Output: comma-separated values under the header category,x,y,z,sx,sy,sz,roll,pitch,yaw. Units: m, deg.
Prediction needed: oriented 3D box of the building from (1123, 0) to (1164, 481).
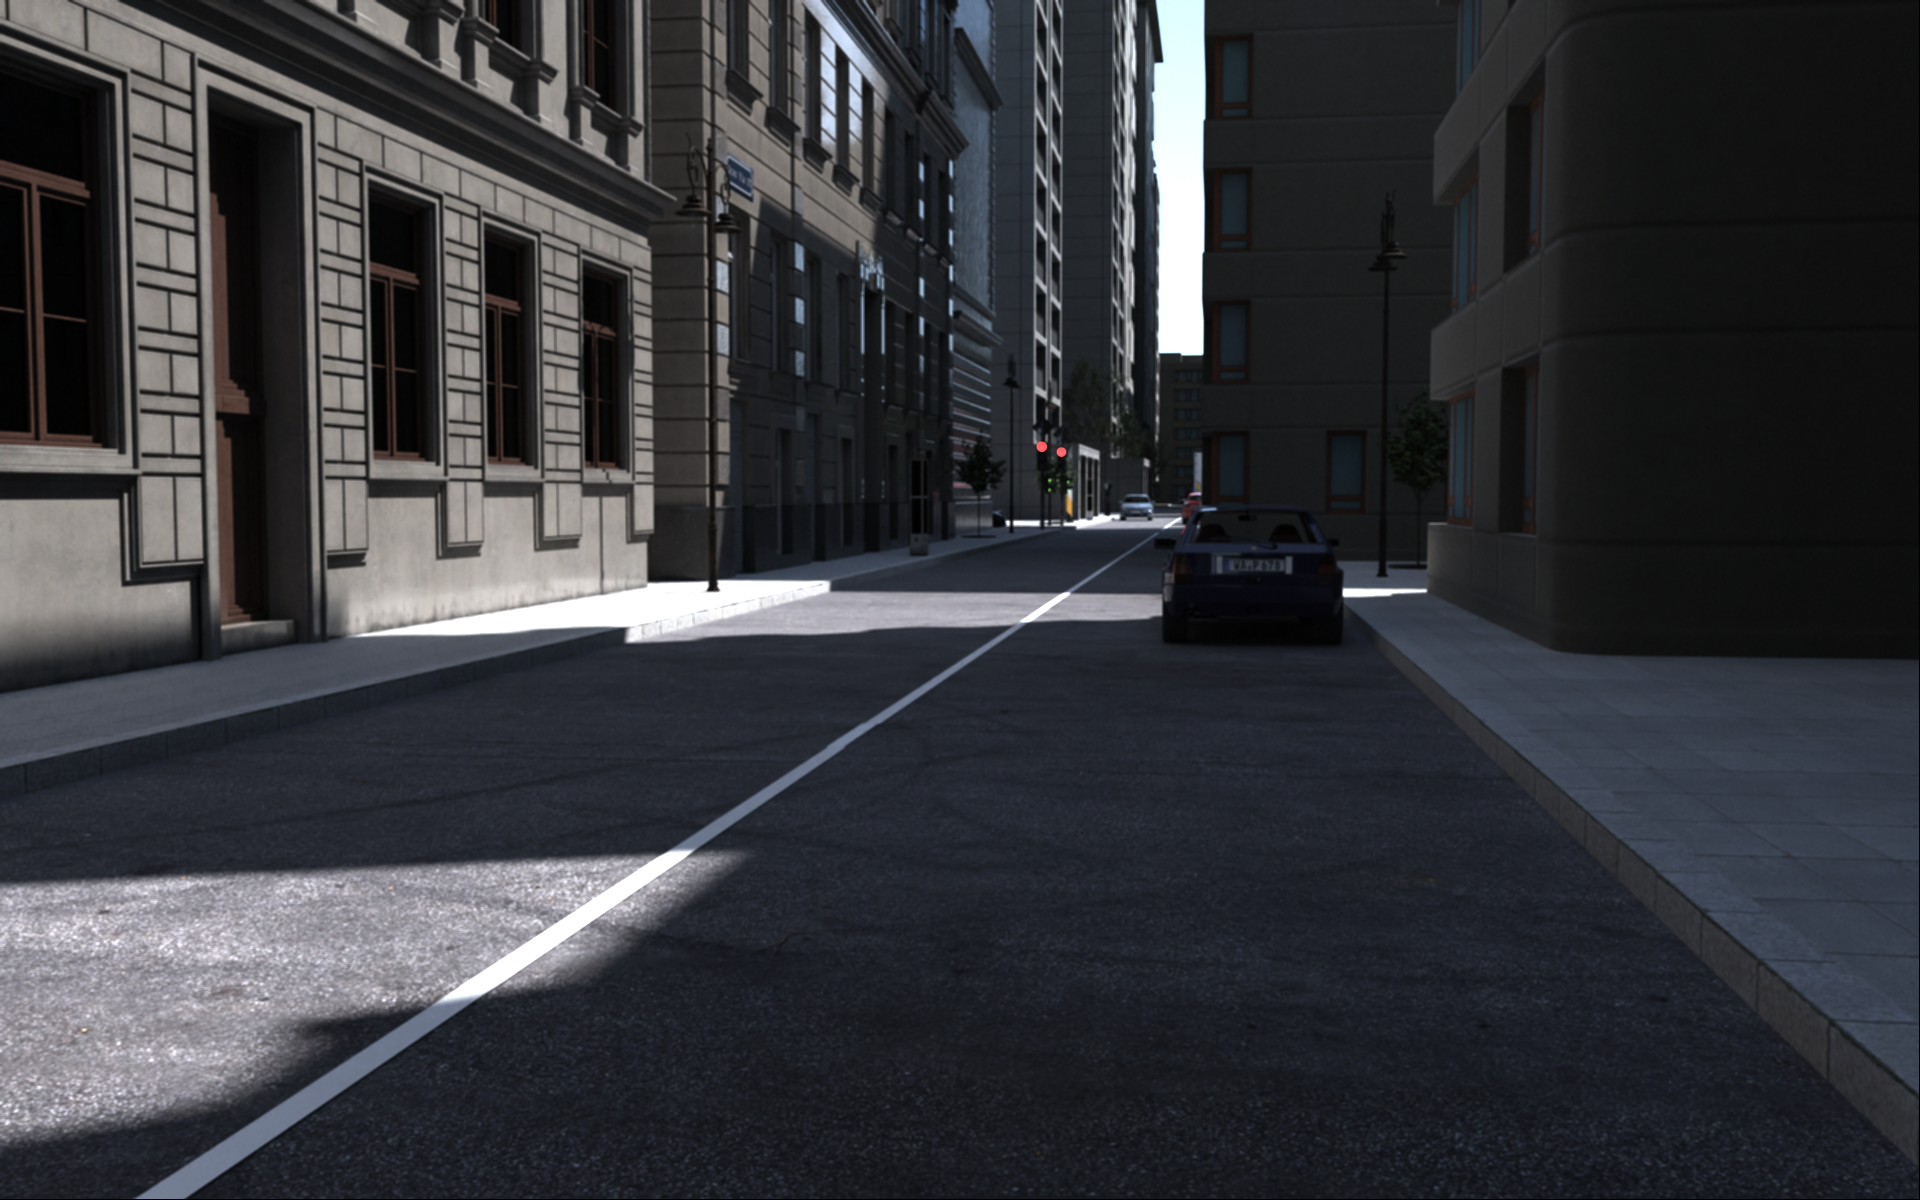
category,x,y,z,sx,sy,sz,roll,pitch,yaw
building,7.029,-36.549,186.813,28.713,52.752,27.495,1,4,8

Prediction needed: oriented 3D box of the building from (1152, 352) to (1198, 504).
category,x,y,z,sx,sy,sz,roll,pitch,yaw
building,19.759,-24.339,242.977,28.899,21.520,27.650,1,4,8

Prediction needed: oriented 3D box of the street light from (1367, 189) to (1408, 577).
category,x,y,z,sx,sy,sz,roll,pitch,yaw
street light,6.538,-3.293,26.634,0.468,5.910,1.993,1,4,8

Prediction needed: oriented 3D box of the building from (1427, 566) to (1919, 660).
category,x,y,z,sx,sy,sz,roll,pitch,yaw
building,17.670,-9.827,5.708,27.650,21.520,28.899,1,4,8

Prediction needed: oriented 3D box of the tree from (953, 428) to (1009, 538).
category,x,y,z,sx,sy,sz,roll,pitch,yaw
tree,0.683,-3.454,51.070,1.663,3.219,1.824,0,3,0

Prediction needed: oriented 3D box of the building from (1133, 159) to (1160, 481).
category,x,y,z,sx,sy,sz,roll,pitch,yaw
building,17.573,-32.434,213.887,14.086,41.232,14.154,1,4,8

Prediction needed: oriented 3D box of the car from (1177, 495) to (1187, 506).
category,x,y,z,sx,sy,sz,roll,pitch,yaw
car,27.986,-12.426,215.738,1.945,1.354,3.894,0,4,7

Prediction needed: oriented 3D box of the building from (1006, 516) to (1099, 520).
category,x,y,z,sx,sy,sz,roll,pitch,yaw
building,-2.798,-40.102,93.919,20.563,71.187,20.611,1,4,8

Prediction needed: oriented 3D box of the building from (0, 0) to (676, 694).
category,x,y,z,sx,sy,sz,roll,pitch,yaw
building,-10.613,-10.890,14.209,11.583,22.565,21.152,1,4,8

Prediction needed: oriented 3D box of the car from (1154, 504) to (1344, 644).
category,x,y,z,sx,sy,sz,roll,pitch,yaw
car,2.976,-0.328,17.945,1.945,1.354,3.894,0,4,8

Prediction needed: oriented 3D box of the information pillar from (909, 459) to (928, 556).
category,x,y,z,sx,sy,sz,roll,pitch,yaw
information pillar,-0.853,-1.929,36.026,0.304,2.012,0.304,1,4,21

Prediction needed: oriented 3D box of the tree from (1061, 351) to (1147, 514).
category,x,y,z,sx,sy,sz,roll,pitch,yaw
tree,8.751,-10.929,113.102,7.601,10.594,8.767,1,4,12

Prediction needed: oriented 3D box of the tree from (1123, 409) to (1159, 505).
category,x,y,z,sx,sy,sz,roll,pitch,yaw
tree,13.743,-11.733,142.198,4.737,8.622,4.395,0,3,0

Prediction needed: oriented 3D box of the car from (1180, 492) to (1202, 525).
category,x,y,z,sx,sy,sz,roll,pitch,yaw
car,11.558,-4.509,82.768,2.155,1.783,4.494,1,4,9

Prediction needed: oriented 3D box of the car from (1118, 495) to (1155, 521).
category,x,y,z,sx,sy,sz,roll,pitch,yaw
car,9.708,-5.082,95.085,2.014,1.417,4.499,0,4,7

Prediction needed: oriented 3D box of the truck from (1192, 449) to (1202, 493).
category,x,y,z,sx,sy,sz,roll,pitch,yaw
truck,16.455,-7.553,112.405,2.839,4.237,11.283,0,4,8

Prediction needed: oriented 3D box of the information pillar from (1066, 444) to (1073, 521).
category,x,y,z,sx,sy,sz,roll,pitch,yaw
information pillar,5.093,-5.471,80.797,0.183,3.616,0.504,2,4,32

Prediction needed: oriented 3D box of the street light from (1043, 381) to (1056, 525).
category,x,y,z,sx,sy,sz,roll,pitch,yaw
street light,3.669,-5.989,70.703,0.468,5.910,1.993,1,4,8

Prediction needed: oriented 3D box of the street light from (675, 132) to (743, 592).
category,x,y,z,sx,sy,sz,roll,pitch,yaw
street light,-3.251,-3.049,22.641,0.468,5.910,1.993,1,4,8

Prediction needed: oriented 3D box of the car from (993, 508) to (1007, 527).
category,x,y,z,sx,sy,sz,roll,pitch,yaw
car,-0.281,-3.541,67.680,4.222,1.686,2.009,1,4,8

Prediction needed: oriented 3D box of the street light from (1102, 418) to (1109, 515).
category,x,y,z,sx,sy,sz,roll,pitch,yaw
street light,8.808,-8.079,104.883,0.468,5.910,1.993,1,4,8

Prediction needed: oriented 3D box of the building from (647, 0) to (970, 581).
category,x,y,z,sx,sy,sz,roll,pitch,yaw
building,-7.480,-14.687,37.389,12.463,27.353,25.104,1,4,8

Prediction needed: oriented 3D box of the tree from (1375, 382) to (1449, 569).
category,x,y,z,sx,sy,sz,roll,pitch,yaw
tree,8.083,-2.160,29.924,1.663,3.219,1.824,0,3,0

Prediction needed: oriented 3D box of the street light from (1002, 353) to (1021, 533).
category,x,y,z,sx,sy,sz,roll,pitch,yaw
street light,1.698,-5.144,56.892,0.468,5.910,1.993,1,4,8

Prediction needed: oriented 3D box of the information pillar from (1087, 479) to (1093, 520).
category,x,y,z,sx,sy,sz,roll,pitch,yaw
information pillar,6.329,-4.888,84.409,0.304,2.012,0.304,0,4,8

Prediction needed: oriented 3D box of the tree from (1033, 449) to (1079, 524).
category,x,y,z,sx,sy,sz,roll,pitch,yaw
tree,3.994,-4.842,73.776,1.663,3.219,1.824,0,3,0

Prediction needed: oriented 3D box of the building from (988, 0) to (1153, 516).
category,x,y,z,sx,sy,sz,roll,pitch,yaw
building,3.832,-42.100,126.586,20.563,71.187,20.611,1,4,8

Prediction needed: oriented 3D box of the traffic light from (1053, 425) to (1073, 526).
category,x,y,z,sx,sy,sz,roll,pitch,yaw
traffic light,4.164,-4.982,70.383,0.839,4.253,0.868,1,4,8

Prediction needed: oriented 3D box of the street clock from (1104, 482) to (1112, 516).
category,x,y,z,sx,sy,sz,roll,pitch,yaw
street clock,8.637,-5.901,101.059,0.358,2.002,0.471,-2,4,-25

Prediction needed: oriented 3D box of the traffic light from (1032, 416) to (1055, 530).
category,x,y,z,sx,sy,sz,roll,pitch,yaw
traffic light,2.995,-4.499,62.483,0.839,4.253,0.868,1,4,8

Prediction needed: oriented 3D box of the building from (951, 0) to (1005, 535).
category,x,y,z,sx,sy,sz,roll,pitch,yaw
building,-8.658,-14.057,58.717,19.941,23.489,11.050,1,4,8

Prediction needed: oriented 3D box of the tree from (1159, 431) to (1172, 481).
category,x,y,z,sx,sy,sz,roll,pitch,yaw
tree,22.729,-15.438,202.770,4.737,8.622,4.395,0,3,0

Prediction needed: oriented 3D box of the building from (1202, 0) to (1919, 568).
category,x,y,z,sx,sy,sz,roll,pitch,yaw
building,20.420,-12.237,45.110,27.650,21.520,28.899,1,4,8

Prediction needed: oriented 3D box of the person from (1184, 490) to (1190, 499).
category,x,y,z,sx,sy,sz,roll,pitch,yaw
person,26.817,-11.929,203.166,0.705,1.869,1.348,-3,5,-43
